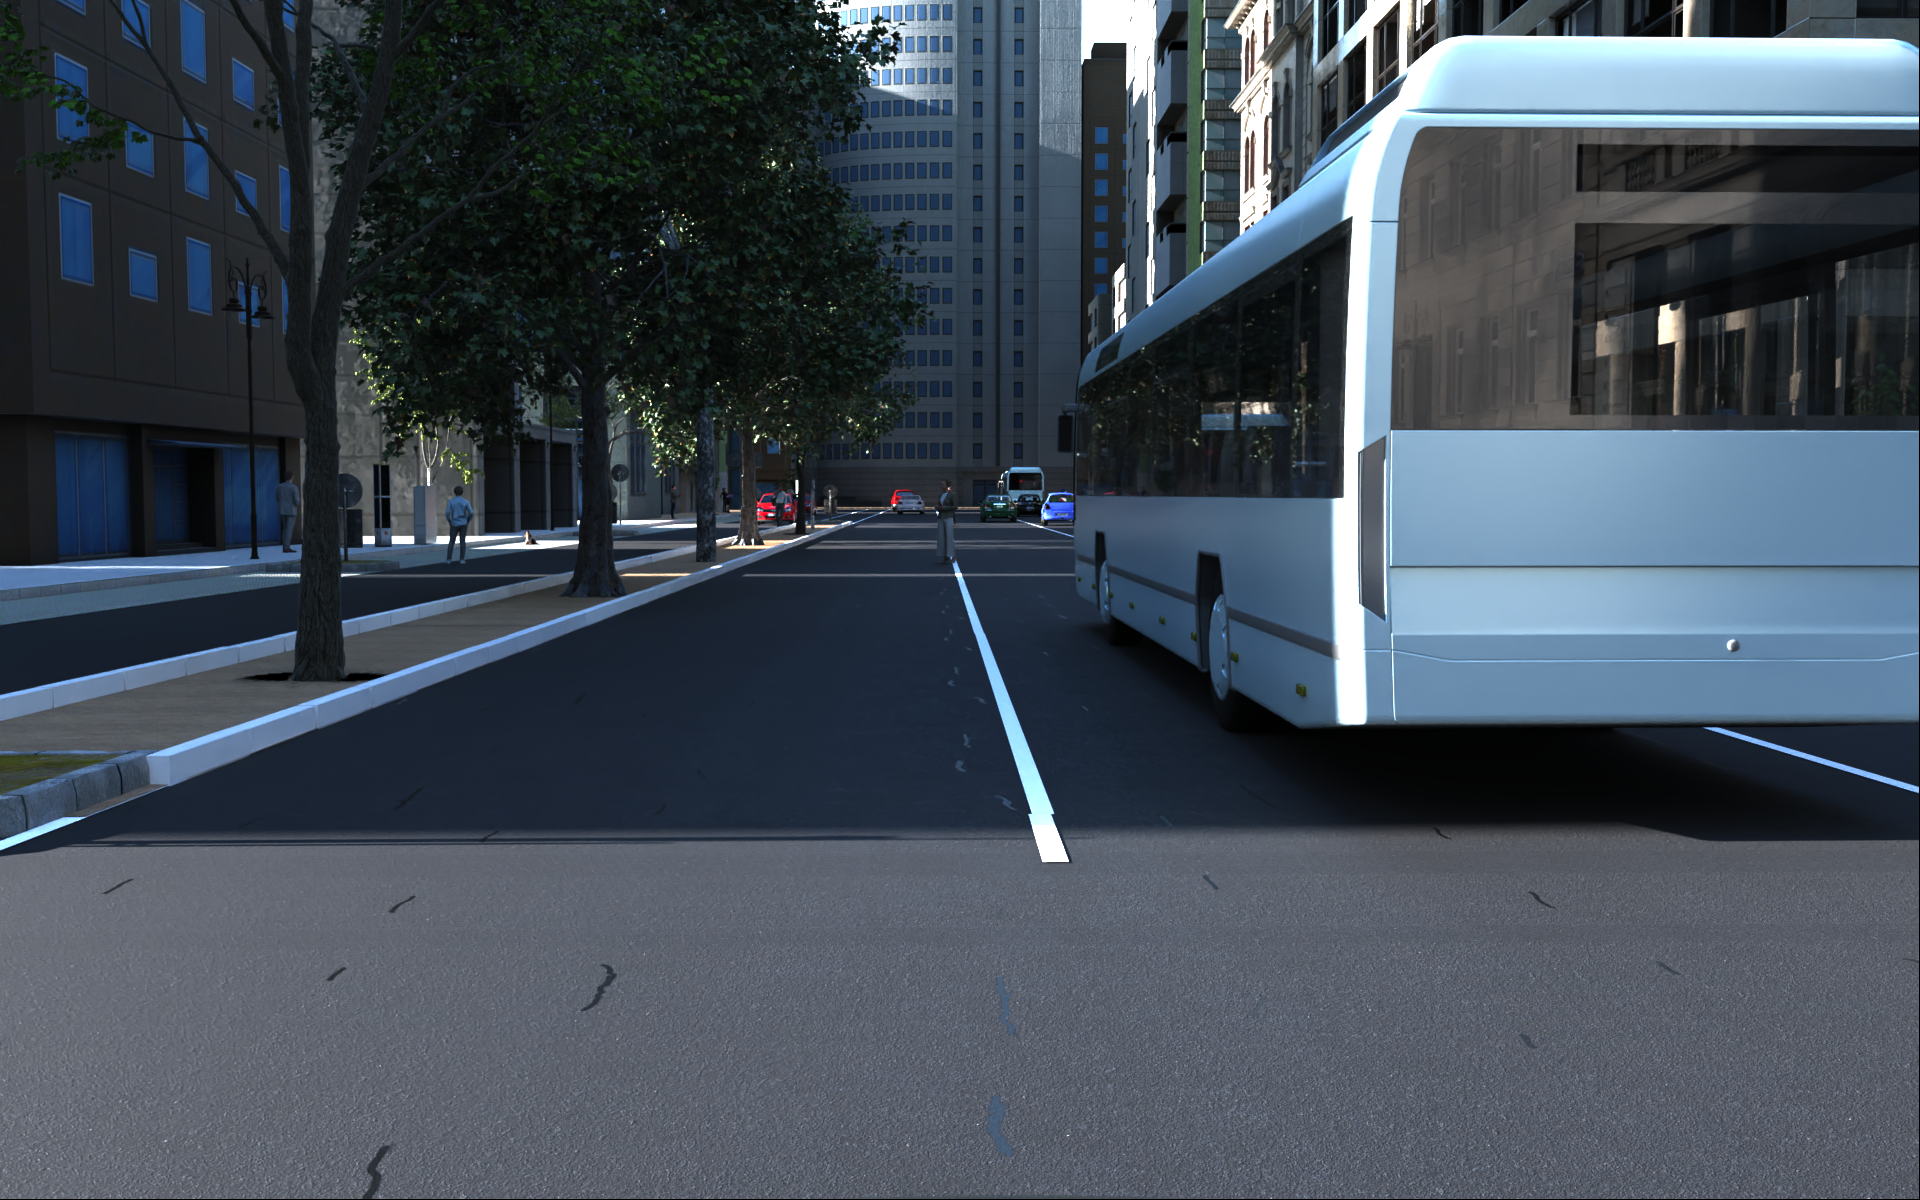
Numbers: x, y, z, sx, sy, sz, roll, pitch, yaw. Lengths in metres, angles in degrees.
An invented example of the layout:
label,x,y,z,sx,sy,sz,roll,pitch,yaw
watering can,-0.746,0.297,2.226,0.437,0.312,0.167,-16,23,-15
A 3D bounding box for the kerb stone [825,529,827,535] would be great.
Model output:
label,x,y,z,sx,sy,sz,roll,pitch,yaw
kerb stone,-4.805,-2.326,60.231,0.120,0.150,1.000,0,4,-1

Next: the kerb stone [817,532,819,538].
label,x,y,z,sx,sy,sz,roll,pitch,yaw
kerb stone,-4.739,-2.075,56.135,0.120,0.150,1.000,0,4,-1

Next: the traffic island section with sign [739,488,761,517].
label,x,y,z,sx,sy,sz,roll,pitch,yaw
traffic island section with sign,-12.953,-6.212,110.194,1.989,1.847,2.006,0,4,-1

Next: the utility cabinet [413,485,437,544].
label,x,y,z,sx,sy,sz,roll,pitch,yaw
utility cabinet,-13.675,-2.175,44.243,0.318,1.500,1.173,0,4,-4

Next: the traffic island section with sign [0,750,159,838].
label,x,y,z,sx,sy,sz,roll,pitch,yaw
traffic island section with sign,-4.954,0.034,7.577,2.006,1.907,1.989,0,4,-1

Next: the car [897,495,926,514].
label,x,y,z,sx,sy,sz,roll,pitch,yaw
car,-3.480,-6.796,123.472,2.083,1.381,4.827,0,4,0

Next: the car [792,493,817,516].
label,x,y,z,sx,sy,sz,roll,pitch,yaw
car,-10.524,-6.472,114.857,2.155,1.783,4.494,0,4,0

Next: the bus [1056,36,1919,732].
label,x,y,z,sx,sy,sz,roll,pitch,yaw
bus,2.696,-1.148,13.627,2.948,3.499,13.247,0,4,-2

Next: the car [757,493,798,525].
label,x,y,z,sx,sy,sz,roll,pitch,yaw
car,-8.598,-4.425,81.389,2.155,1.783,4.494,0,4,-2

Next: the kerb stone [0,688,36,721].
label,x,y,z,sx,sy,sz,roll,pitch,yaw
kerb stone,-6.074,0.687,10.994,0.120,0.150,1.000,0,4,-1

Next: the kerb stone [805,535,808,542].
label,x,y,z,sx,sy,sz,roll,pitch,yaw
kerb stone,-4.652,-1.763,51.015,0.120,0.150,1.000,0,4,-1

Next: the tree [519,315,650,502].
label,x,y,z,sx,sy,sz,roll,pitch,yaw
tree,-16.026,-8.809,78.435,7.601,10.594,8.767,1,4,18

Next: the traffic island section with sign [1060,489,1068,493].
label,x,y,z,sx,sy,sz,roll,pitch,yaw
traffic island section with sign,8.107,-7.894,137.699,1.989,1.847,2.006,0,4,-1

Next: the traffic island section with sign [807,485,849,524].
label,x,y,z,sx,sy,sz,roll,pitch,yaw
traffic island section with sign,-6.226,-4.561,82.705,2.006,1.907,1.989,0,4,-1

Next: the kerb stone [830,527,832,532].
label,x,y,z,sx,sy,sz,roll,pitch,yaw
kerb stone,-4.854,-2.514,63.301,0.120,0.150,1.000,0,4,-1

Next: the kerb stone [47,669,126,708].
label,x,y,z,sx,sy,sz,roll,pitch,yaw
kerb stone,-6.096,0.624,12.016,0.120,0.150,1.000,0,4,-1

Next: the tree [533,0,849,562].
label,x,y,z,sx,sy,sz,roll,pitch,yaw
tree,-6.556,-10.902,36.593,12.611,20.169,13.585,0,3,0

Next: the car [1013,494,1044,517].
label,x,y,z,sx,sy,sz,roll,pitch,yaw
car,4.428,-6.190,111.000,2.009,1.686,4.222,0,4,1

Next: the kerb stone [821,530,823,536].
label,x,y,z,sx,sy,sz,roll,pitch,yaw
kerb stone,-4.767,-2.201,58.187,0.120,0.150,1.000,0,4,-1

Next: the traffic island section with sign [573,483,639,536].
label,x,y,z,sx,sy,sz,roll,pitch,yaw
traffic island section with sign,-12.103,-3.103,59.368,1.989,1.847,2.006,0,4,-1

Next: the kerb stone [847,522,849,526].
label,x,y,z,sx,sy,sz,roll,pitch,yaw
kerb stone,-5.060,-3.266,75.592,0.120,0.150,1.000,0,4,-1

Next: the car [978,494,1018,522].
label,x,y,z,sx,sy,sz,roll,pitch,yaw
car,1.984,-4.757,89.570,2.131,1.459,4.920,0,4,0

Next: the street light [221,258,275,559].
label,x,y,z,sx,sy,sz,roll,pitch,yaw
street light,-13.948,-3.748,34.073,0.468,5.910,1.993,0,4,-1

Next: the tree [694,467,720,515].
label,x,y,z,sx,sy,sz,roll,pitch,yaw
tree,-15.576,-6.861,106.784,1.663,3.219,1.824,0,3,0

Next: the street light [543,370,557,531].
label,x,y,z,sx,sy,sz,roll,pitch,yaw
street light,-14.346,-5.383,60.793,0.468,5.910,1.993,0,4,-1

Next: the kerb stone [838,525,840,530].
label,x,y,z,sx,sy,sz,roll,pitch,yaw
kerb stone,-4.944,-2.826,68.426,0.120,0.150,1.000,0,4,-1

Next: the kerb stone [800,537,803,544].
label,x,y,z,sx,sy,sz,roll,pitch,yaw
kerb stone,-4.614,-1.638,48.969,0.120,0.150,1.000,0,4,-1

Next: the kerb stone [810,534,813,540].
label,x,y,z,sx,sy,sz,roll,pitch,yaw
kerb stone,-4.683,-1.887,53.060,0.120,0.150,1.000,0,4,-1

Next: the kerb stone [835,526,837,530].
label,x,y,z,sx,sy,sz,roll,pitch,yaw
kerb stone,-4.900,-2.702,66.370,0.120,0.150,1.000,0,4,-1

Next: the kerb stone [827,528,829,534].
label,x,y,z,sx,sy,sz,roll,pitch,yaw
kerb stone,-4.816,-2.385,61.257,0.120,0.150,1.000,0,4,-1

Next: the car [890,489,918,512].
label,x,y,z,sx,sy,sz,roll,pitch,yaw
car,-4.436,-7.889,137.658,2.281,1.827,5.304,0,4,-2

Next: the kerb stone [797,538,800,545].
label,x,y,z,sx,sy,sz,roll,pitch,yaw
kerb stone,-4.593,-1.575,47.947,0.120,0.150,1.000,0,4,-1

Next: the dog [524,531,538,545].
label,x,y,z,sx,sy,sz,roll,pitch,yaw
dog,-12.044,-1.754,48.864,0.748,0.427,0.550,-3,5,-44

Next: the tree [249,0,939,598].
label,x,y,z,sx,sy,sz,roll,pitch,yaw
tree,-5.108,-6.397,24.050,9.611,12.733,9.660,0,3,0

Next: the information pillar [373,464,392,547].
label,x,y,z,sx,sy,sz,roll,pitch,yaw
information pillar,-13.989,-2.291,41.953,0.304,2.012,0.304,3,5,42

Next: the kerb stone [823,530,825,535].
label,x,y,z,sx,sy,sz,roll,pitch,yaw
kerb stone,-4.790,-2.258,59.209,0.120,0.150,1.000,0,4,-1

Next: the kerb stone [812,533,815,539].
label,x,y,z,sx,sy,sz,roll,pitch,yaw
kerb stone,-4.703,-1.950,54.084,0.120,0.150,1.000,0,4,-1

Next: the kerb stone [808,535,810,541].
label,x,y,z,sx,sy,sz,roll,pitch,yaw
kerb stone,-4.669,-1.825,52.038,0.120,0.150,1.000,0,4,-1

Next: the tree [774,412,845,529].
label,x,y,z,sx,sy,sz,roll,pitch,yaw
tree,-6.058,-7.226,70.963,4.360,8.622,3.978,0,3,0

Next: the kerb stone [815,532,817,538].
label,x,y,z,sx,sy,sz,roll,pitch,yaw
kerb stone,-4.715,-2.013,55.106,0.120,0.150,1.000,0,4,-1

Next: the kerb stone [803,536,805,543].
label,x,y,z,sx,sy,sz,roll,pitch,yaw
kerb stone,-4.638,-1.700,49.991,0.120,0.150,1.000,0,4,-1

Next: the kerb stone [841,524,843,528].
label,x,y,z,sx,sy,sz,roll,pitch,yaw
kerb stone,-4.970,-2.953,70.475,0.120,0.150,1.000,0,4,-1

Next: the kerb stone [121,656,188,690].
label,x,y,z,sx,sy,sz,roll,pitch,yaw
kerb stone,-6.110,0.560,13.045,0.120,0.150,1.000,0,4,-1

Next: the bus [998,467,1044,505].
label,x,y,z,sx,sy,sz,roll,pitch,yaw
bus,4.420,-7.969,125.154,2.948,3.499,13.247,0,4,-1

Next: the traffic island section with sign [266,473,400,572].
label,x,y,z,sx,sy,sz,roll,pitch,yaw
traffic island section with sign,-11.643,-1.455,32.416,1.989,1.847,2.006,0,4,-1

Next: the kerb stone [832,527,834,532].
label,x,y,z,sx,sy,sz,roll,pitch,yaw
kerb stone,-4.869,-2.574,64.324,0.120,0.150,1.000,0,4,-1

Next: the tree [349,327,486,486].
label,x,y,z,sx,sy,sz,roll,pitch,yaw
tree,-15.294,-6.082,49.805,4.737,8.622,4.395,0,3,0

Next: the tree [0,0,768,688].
label,x,y,z,sx,sy,sz,roll,pitch,yaw
tree,-4.814,-5.176,12.845,9.928,11.665,9.643,0,3,0

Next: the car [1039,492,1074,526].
label,x,y,z,sx,sy,sz,roll,pitch,yaw
car,4.607,-4.272,79.440,1.945,1.707,3.694,0,4,1

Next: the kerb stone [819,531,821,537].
label,x,y,z,sx,sy,sz,roll,pitch,yaw
kerb stone,-4.750,-2.138,57.157,0.120,0.150,1.000,0,4,-1

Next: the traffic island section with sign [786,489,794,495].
label,x,y,z,sx,sy,sz,roll,pitch,yaw
traffic island section with sign,-13.409,-7.871,137.316,1.989,1.847,2.006,0,4,-1
